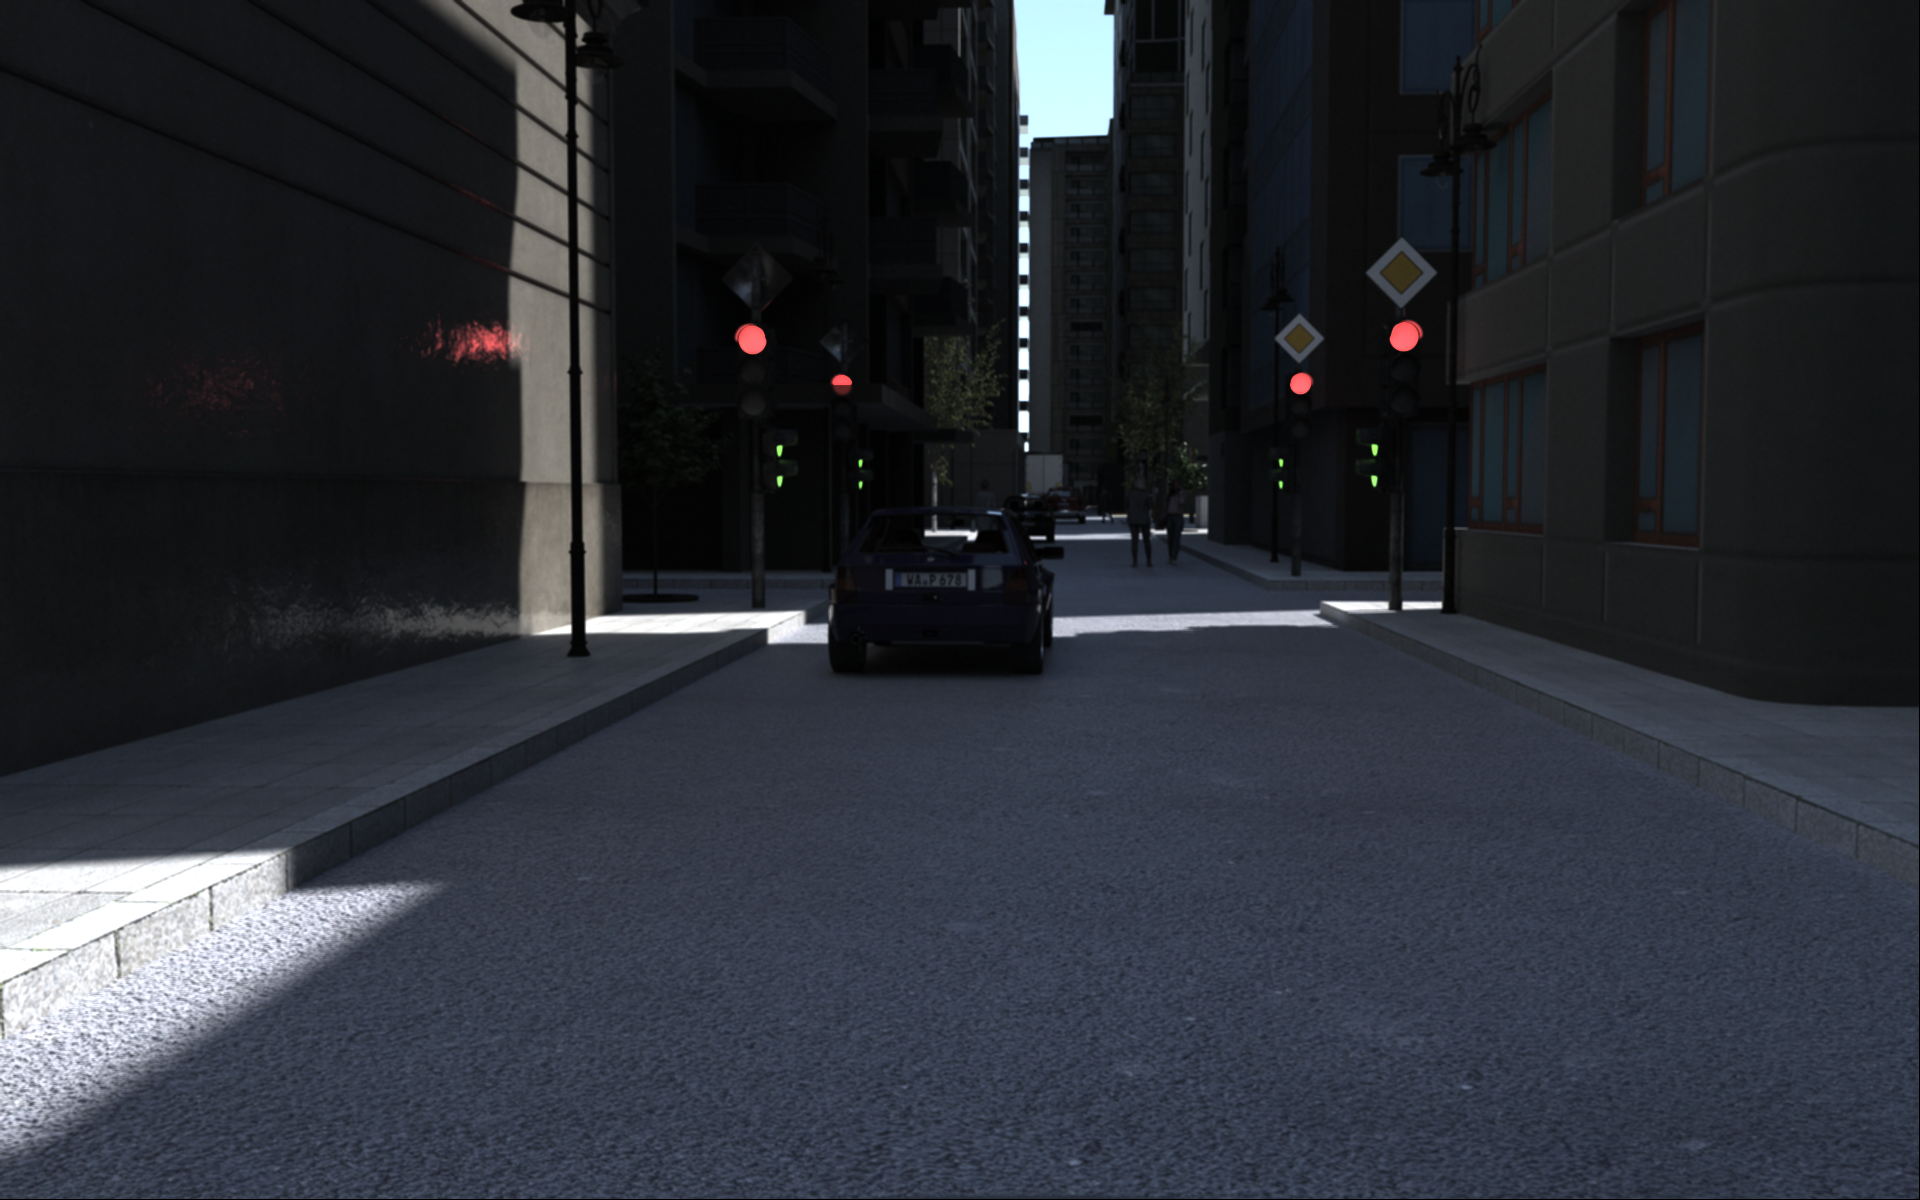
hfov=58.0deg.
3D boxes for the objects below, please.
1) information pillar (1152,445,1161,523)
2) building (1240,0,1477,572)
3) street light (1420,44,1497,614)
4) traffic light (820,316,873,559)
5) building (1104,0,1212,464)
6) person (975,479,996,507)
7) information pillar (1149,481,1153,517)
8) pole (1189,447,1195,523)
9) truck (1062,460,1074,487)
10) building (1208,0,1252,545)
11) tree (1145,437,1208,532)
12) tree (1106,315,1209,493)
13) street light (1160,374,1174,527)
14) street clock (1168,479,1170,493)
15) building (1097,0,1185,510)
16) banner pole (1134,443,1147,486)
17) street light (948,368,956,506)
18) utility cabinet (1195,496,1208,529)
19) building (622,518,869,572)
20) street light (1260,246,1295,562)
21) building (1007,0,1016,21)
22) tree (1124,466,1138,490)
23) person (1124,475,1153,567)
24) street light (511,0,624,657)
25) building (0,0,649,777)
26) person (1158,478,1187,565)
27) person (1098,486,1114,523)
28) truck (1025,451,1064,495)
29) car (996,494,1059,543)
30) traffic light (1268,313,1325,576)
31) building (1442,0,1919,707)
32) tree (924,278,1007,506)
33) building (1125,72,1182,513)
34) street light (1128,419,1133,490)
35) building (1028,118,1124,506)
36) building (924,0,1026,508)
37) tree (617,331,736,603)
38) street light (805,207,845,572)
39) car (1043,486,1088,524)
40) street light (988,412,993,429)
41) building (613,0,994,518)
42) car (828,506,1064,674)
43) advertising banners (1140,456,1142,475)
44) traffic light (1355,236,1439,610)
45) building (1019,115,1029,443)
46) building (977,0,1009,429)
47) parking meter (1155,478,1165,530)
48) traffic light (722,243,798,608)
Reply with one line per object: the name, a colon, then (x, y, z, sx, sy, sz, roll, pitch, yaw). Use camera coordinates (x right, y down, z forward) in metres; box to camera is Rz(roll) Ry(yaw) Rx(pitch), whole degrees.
information pillar: (8.800, -5.267, 77.466, 0.183, 3.616, 0.504, 3, 5, 42)
building: (13.409, -23.444, 33.421, 14.200, 45.320, 14.600, 0, 4, 3)
street light: (5.252, -2.792, 18.431, 0.468, 5.910, 1.993, 0, 4, 3)
traffic light: (-1.806, -2.353, 27.389, 0.839, 4.253, 0.868, 0, 4, 3)
building: (28.117, -35.040, 162.148, 28.713, 52.752, 27.495, 0, 4, 3)
person: (0.565, -1.996, 41.494, 0.694, 1.780, 0.624, 0, 4, 7)
information pillar: (10.628, -5.566, 95.495, 0.304, 2.012, 0.304, -1, 4, -19)
pole: (10.125, -5.001, 75.605, 0.158, 3.312, 0.155, 0, 3, 0)
truck: (8.319, -9.847, 149.912, 2.839, 4.237, 11.283, 0, 4, 5)
building: (14.063, -16.977, 49.270, 14.160, 30.474, 14.107, 0, 4, 3)
tree: (7.563, -3.933, 58.900, 1.663, 3.219, 1.824, 0, 3, 0)
tree: (8.225, -7.365, 70.782, 4.737, 8.622, 4.395, 0, 3, 0)
street light: (7.970, -5.756, 66.897, 0.468, 5.910, 1.993, 0, 4, 3)
street clock: (9.777, -4.688, 81.224, 0.471, 2.002, 0.358, 3, 5, 42)
building: (21.597, -42.792, 137.905, 20.563, 71.187, 20.611, 0, 4, 3)
banner pole: (8.812, -5.809, 84.990, 0.863, 3.779, 0.401, 2, 4, 28)
street light: (-0.277, -5.492, 62.575, 0.468, 5.910, 1.993, 0, 4, 3)
utility cabinet: (9.215, -3.259, 64.442, 1.020, 1.237, 0.306, -2, 4, -35)
building: (-11.090, -23.619, 40.802, 22.147, 44.769, 28.867, 0, 4, 3)
street light: (5.931, -3.651, 32.488, 0.468, 5.910, 1.993, 0, 4, 3)
building: (-2.090, -30.740, 152.710, 14.600, 45.320, 14.200, 0, 4, 3)
tree: (11.831, -7.372, 115.128, 1.663, 3.219, 1.824, 0, 3, 0)
person: (3.511, -1.554, 34.094, 0.537, 1.800, 0.526, 1, 4, 21)
street light: (-3.023, -2.493, 13.555, 0.468, 5.910, 1.993, 0, 4, 3)
building: (-18.333, -10.927, 11.937, 30.059, 22.955, 16.112, 0, 4, 3)
person: (4.364, -1.607, 35.360, 0.593, 1.750, 0.643, 2, 4, 27)
person: (7.213, -4.722, 85.665, 0.622, 1.834, 0.822, -2, 4, -26)
truck: (5.740, -7.955, 118.980, 2.839, 4.237, 11.283, 0, 4, 3)
car: (2.011, -2.618, 52.585, 2.009, 1.686, 4.222, 0, 4, 2)
traffic light: (5.245, -2.330, 27.010, 0.839, 4.253, 0.868, 0, 4, 3)
building: (18.396, -9.697, 3.585, 27.650, 21.520, 28.899, 0, 4, 3)
tree: (-0.628, -6.599, 58.252, 4.737, 8.622, 4.395, 0, 3, 0)
building: (18.646, -21.423, 121.959, 14.160, 30.474, 14.107, 0, 4, 3)
street light: (9.912, -7.862, 101.326, 0.468, 5.910, 1.993, 0, 4, 3)
building: (14.582, -31.086, 191.846, 14.086, 41.232, 14.154, 0, 4, 3)
building: (-7.443, -38.888, 74.071, 20.563, 71.187, 20.611, 0, 4, 3)
tree: (-3.650, -1.594, 20.663, 1.663, 3.219, 1.824, 0, 3, 0)
street light: (-2.188, -3.393, 28.269, 0.468, 5.910, 1.993, 0, 4, 3)
car: (5.136, -4.664, 84.937, 2.281, 1.827, 5.304, 0, 4, 5)
street light: (1.721, -7.611, 97.227, 0.468, 5.910, 1.993, 0, 4, 3)
building: (-9.026, -28.278, 116.964, 22.147, 44.769, 28.867, 0, 4, 3)
car: (-0.074, -0.161, 15.211, 1.945, 1.354, 3.894, 0, 4, 5)
advertising banners: (8.252, -5.026, 78.365, 0.090, 3.025, 2.074, 0, 4, 1)
traffic light: (4.796, -1.842, 19.037, 0.839, 4.253, 0.868, 0, 4, 3)
building: (-7.399, -35.337, 197.367, 30.456, 49.044, 23.786, 0, 4, 3)
building: (-3.346, -27.839, 138.766, 14.154, 41.232, 14.086, 0, 4, 3)
parking meter: (7.084, -3.403, 61.354, 0.255, 1.863, 0.399, -1, 4, -17)
traffic light: (-2.255, -1.865, 19.417, 0.839, 4.253, 0.868, 0, 4, 3)
